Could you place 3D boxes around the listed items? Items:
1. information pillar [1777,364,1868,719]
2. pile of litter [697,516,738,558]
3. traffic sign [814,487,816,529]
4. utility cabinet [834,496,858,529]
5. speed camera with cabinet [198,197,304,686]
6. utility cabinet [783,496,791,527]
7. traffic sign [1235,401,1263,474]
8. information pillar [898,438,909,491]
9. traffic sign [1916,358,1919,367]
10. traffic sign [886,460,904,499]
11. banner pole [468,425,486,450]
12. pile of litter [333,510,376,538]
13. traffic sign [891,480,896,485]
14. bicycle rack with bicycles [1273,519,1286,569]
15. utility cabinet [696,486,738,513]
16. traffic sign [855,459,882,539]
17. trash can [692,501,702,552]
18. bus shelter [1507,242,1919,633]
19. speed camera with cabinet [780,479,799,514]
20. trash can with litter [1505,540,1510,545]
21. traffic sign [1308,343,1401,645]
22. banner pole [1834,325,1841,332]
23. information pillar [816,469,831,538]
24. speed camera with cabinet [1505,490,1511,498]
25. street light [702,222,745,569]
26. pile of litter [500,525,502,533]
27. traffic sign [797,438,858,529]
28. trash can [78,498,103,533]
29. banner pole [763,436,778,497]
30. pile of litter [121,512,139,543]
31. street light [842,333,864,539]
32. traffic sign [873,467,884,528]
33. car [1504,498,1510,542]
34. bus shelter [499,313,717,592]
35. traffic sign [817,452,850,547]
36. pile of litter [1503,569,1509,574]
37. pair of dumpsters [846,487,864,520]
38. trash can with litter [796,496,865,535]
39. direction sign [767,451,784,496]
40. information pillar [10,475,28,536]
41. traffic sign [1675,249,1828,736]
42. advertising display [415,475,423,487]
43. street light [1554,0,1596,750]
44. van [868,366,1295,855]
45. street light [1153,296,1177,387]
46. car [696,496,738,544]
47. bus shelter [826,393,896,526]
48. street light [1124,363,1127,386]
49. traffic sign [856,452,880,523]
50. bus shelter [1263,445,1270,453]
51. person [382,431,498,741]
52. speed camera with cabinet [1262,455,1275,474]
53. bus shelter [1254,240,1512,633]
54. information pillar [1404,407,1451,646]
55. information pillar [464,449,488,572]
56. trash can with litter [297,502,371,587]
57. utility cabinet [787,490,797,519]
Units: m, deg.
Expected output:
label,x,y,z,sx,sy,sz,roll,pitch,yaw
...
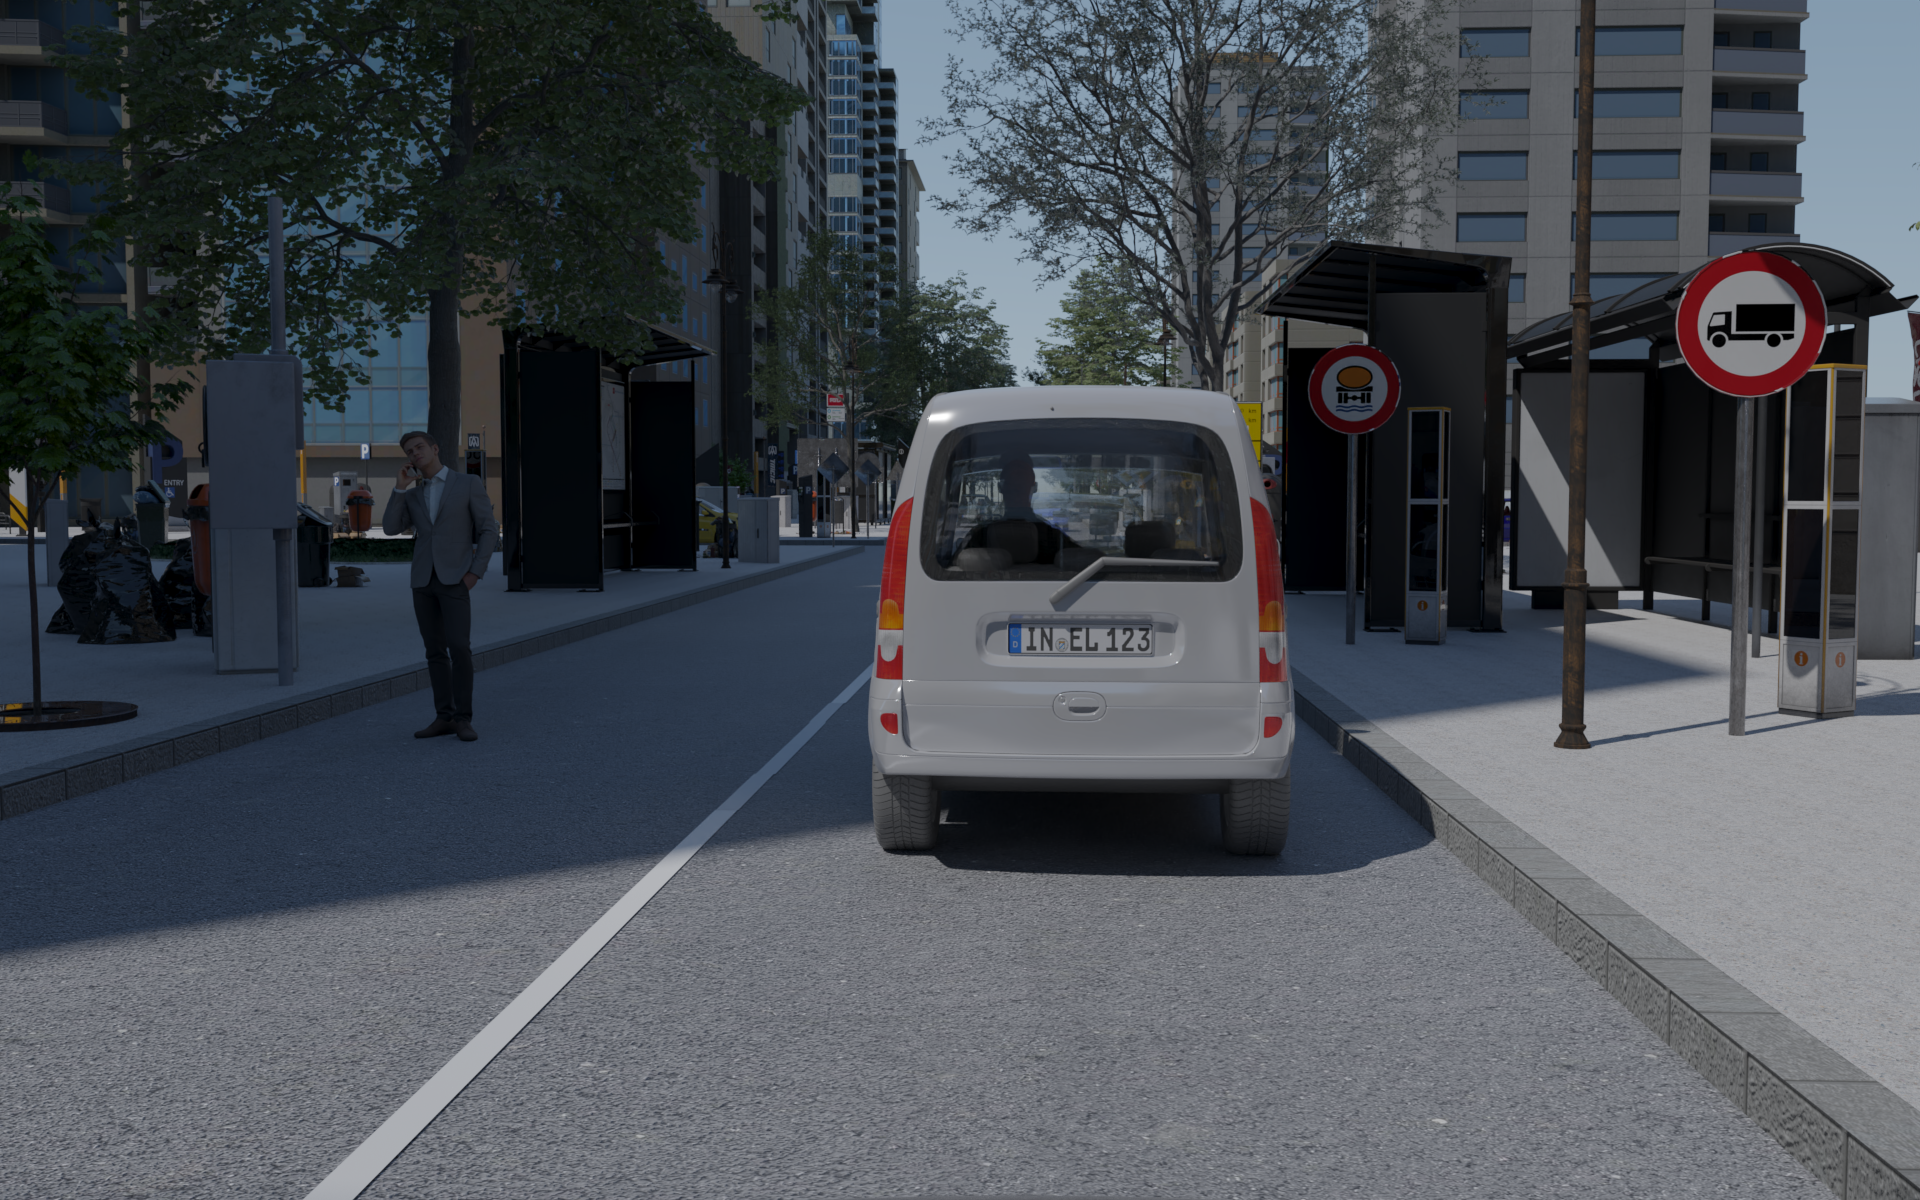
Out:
label,x,y,z,sx,sy,sz,roll,pitch,yaw
information pillar,4.964,-0.336,9.984,0.304,2.012,0.304,-2,4,-28
pile of litter,-4.673,-1.282,34.931,1.719,0.858,1.176,2,4,26
traffic sign,-5.373,-3.926,64.199,0.884,2.594,0.081,1,4,8
utility cabinet,-4.202,-3.217,63.757,1.020,1.237,0.306,3,5,42
speed camera with cabinet,-5.005,-1.094,12.222,0.660,3.252,2.038,-1,4,-22
utility cabinet,-6.927,-3.413,66.966,0.306,1.237,1.020,-3,4,-38
traffic sign,5.504,-2.706,38.114,2.265,3.308,0.079,0,4,7
information pillar,-2.368,-4.972,72.641,0.504,3.616,0.183,1,4,21
traffic sign,4.429,-0.441,7.209,0.884,2.594,0.081,1,4,9
traffic sign,-2.401,-4.048,66.182,0.884,2.594,0.081,1,4,12
banner pole,-17.465,-4.454,62.847,0.863,3.779,0.401,-3,5,-39
pile of litter,-17.646,-2.199,49.922,1.719,0.858,1.176,0,4,3
traffic sign,-2.898,-4.683,78.694,0.606,2.300,0.079,1,4,13
bicycle rack with bicycles,5.069,-0.664,24.242,2.925,0.926,2.852,-2,4,-23
utility cabinet,-7.058,-2.545,50.288,1.173,1.500,0.318,-2,4,-27
traffic sign,-2.633,-2.813,49.630,0.795,2.450,0.064,0,4,3
trash can,-5.860,-1.544,36.904,0.748,1.137,0.748,0,3,0
bus shelter,6.793,-1.393,16.707,2.014,3.302,5.546,0,4,3
speed camera with cabinet,-10.769,-7.089,110.245,2.038,3.252,0.660,3,5,43
trash can with litter,13.338,-1.786,40.596,1.055,1.170,0.624,1,4,16
traffic sign,3.337,-0.894,14.726,0.768,2.556,0.104,1,4,8
banner pole,10.324,-1.892,20.954,0.863,3.779,0.401,3,5,43
information pillar,-3.985,-2.821,50.620,0.304,2.012,0.304,2,4,33
speed camera with cabinet,23.765,-5.060,77.062,2.038,3.252,0.660,0,4,2
street light,-4.041,-3.483,29.738,0.468,5.910,1.993,0,4,3
pile of litter,-14.698,-2.622,56.840,1.719,0.858,1.176,1,4,10
traffic sign,-4.828,-4.234,63.098,2.265,3.308,0.079,1,4,10
trash can,-28.933,-2.816,57.691,0.748,1.137,0.748,0,3,0
banner pole,-8.249,-5.194,74.945,0.863,3.779,0.401,1,4,17
pile of litter,-19.906,-1.654,41.010,1.176,0.858,1.719,0,4,1
street light,-3.070,-4.712,49.823,0.468,5.910,1.993,0,4,3
traffic sign,-3.147,-3.822,64.621,0.606,2.300,0.079,0,4,4
car,14.090,-2.020,45.600,3.894,1.354,1.945,0,4,5
bus shelter,-5.028,-2.103,25.670,1.731,3.624,6.357,0,4,3
traffic sign,-3.044,-2.325,41.655,0.795,2.450,0.064,0,4,3
pile of litter,8.312,-0.883,28.407,1.176,0.858,1.719,-1,4,-16
pair of dumpsters,-4.417,-4.681,79.027,1.574,2.255,4.437,0,4,3
trash can with litter,-4.205,-2.717,55.476,2.233,1.210,1.678,2,4,30
direction sign,-9.633,-6.033,90.637,0.876,3.537,0.379,-1,4,-19
information pillar,-28.484,-3.733,52.382,0.504,3.616,0.183,0,4,1
traffic sign,4.133,-0.552,9.137,0.768,2.556,0.104,0,4,5
advertising display,-17.801,-3.200,57.538,0.123,1.923,0.974,1,4,8
street light,3.104,-2.191,8.603,0.468,5.910,1.993,0,4,3
van,0.579,-0.078,8.286,2.013,2.044,4.112,0,4,4
street light,4.764,-4.130,40.317,0.468,5.910,1.993,0,4,3
car,-7.203,-2.189,46.019,3.980,1.641,2.015,0,4,3
bus shelter,-4.087,-5.735,71.401,2.179,5.291,8.768,0,4,3
street light,5.815,-5.399,61.055,0.468,5.910,1.993,0,4,3
traffic sign,-2.826,-3.236,53.012,0.768,2.556,0.104,1,4,10
bus shelter,10.080,-4.292,64.090,2.014,3.302,5.546,0,4,3
person,-3.048,-0.092,10.183,0.592,1.802,0.473,2,4,25
speed camera with cabinet,6.428,-2.838,40.739,2.038,3.252,0.660,-2,4,-28
bus shelter,4.450,-1.701,19.099,1.731,3.624,6.357,0,4,3
information pillar,3.990,-0.630,14.785,0.304,2.012,0.304,2,4,27
information pillar,-7.979,-1.472,28.567,0.304,2.012,0.304,0,4,-5
trash can with litter,-8.732,-0.772,24.004,1.055,1.170,0.624,0,4,-2
utility cabinet,-8.904,-4.929,89.275,1.173,1.500,0.318,3,5,44
